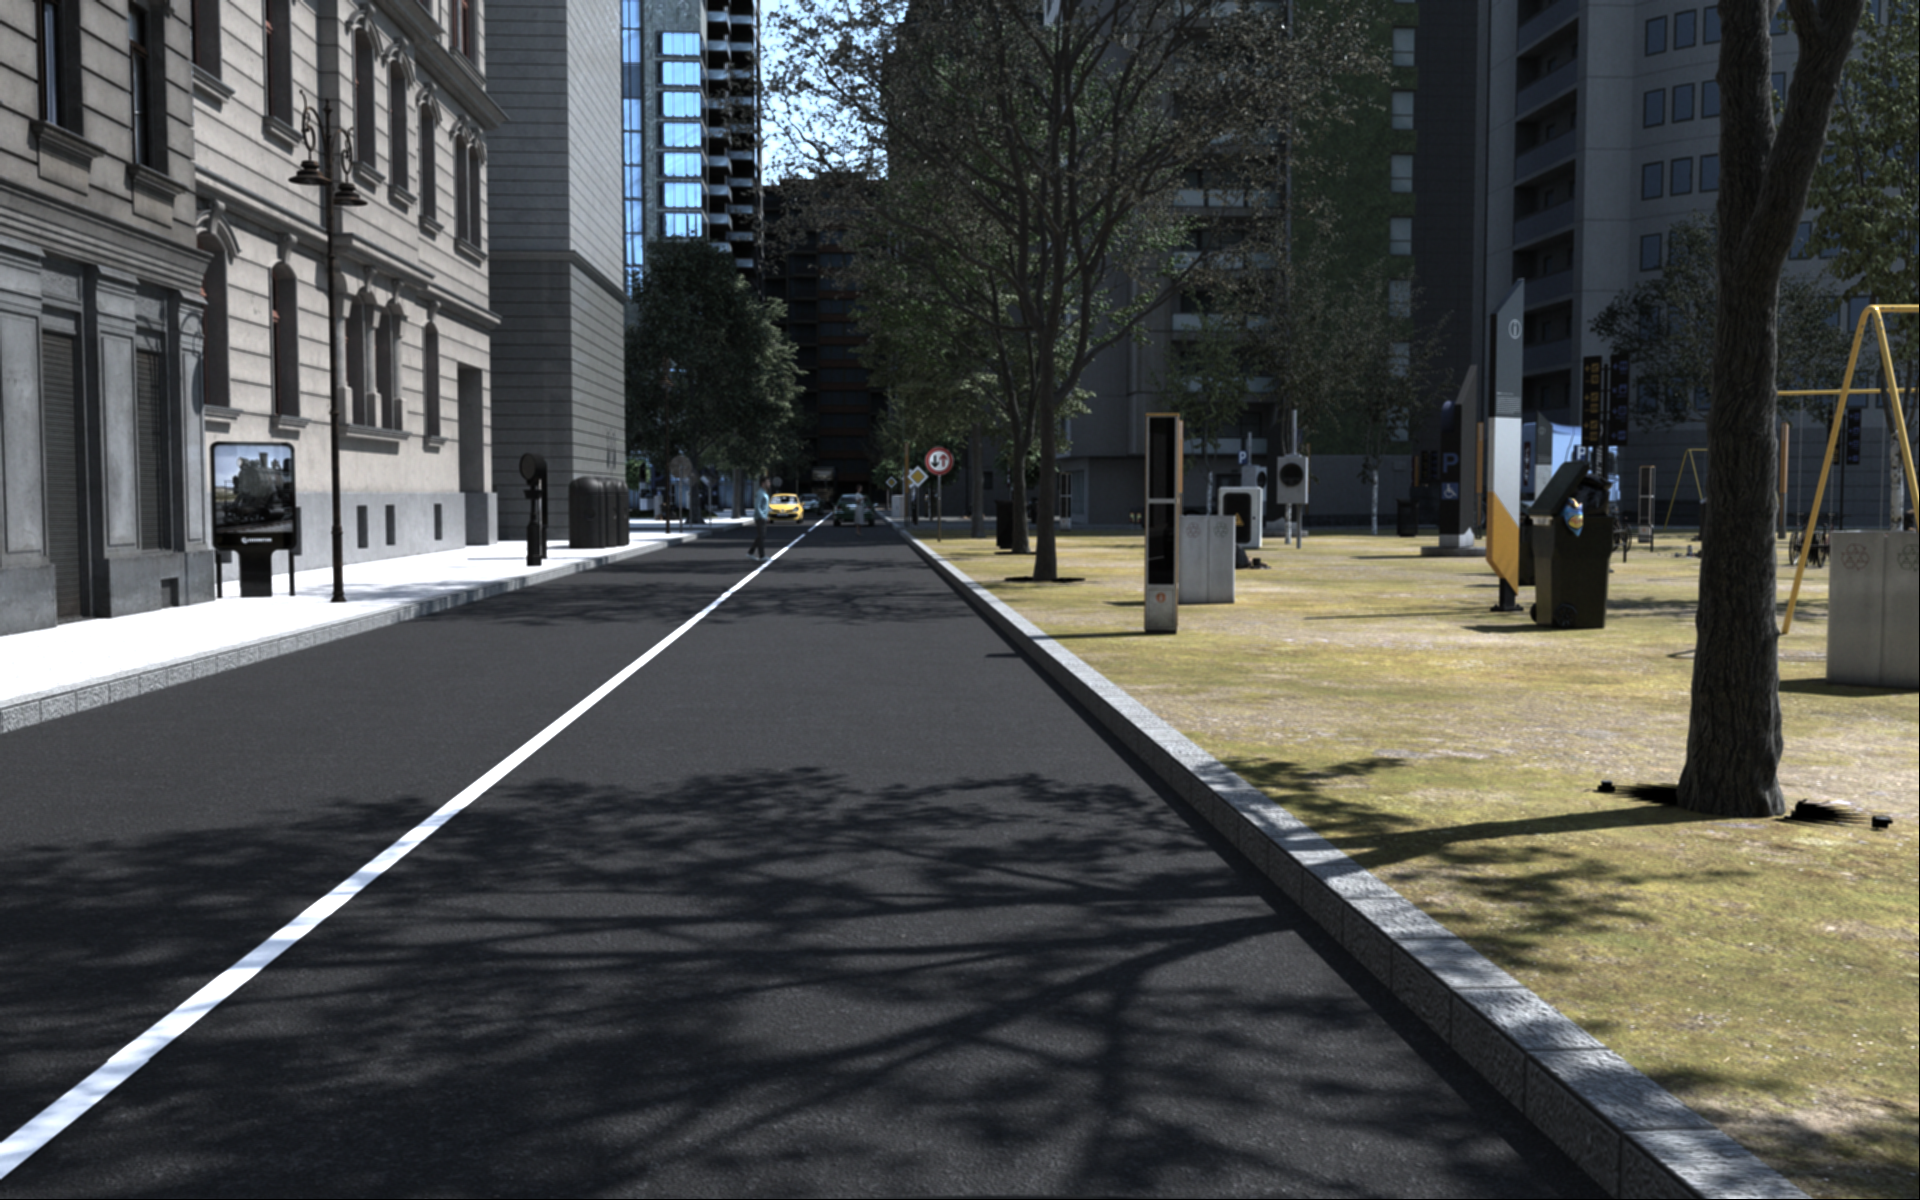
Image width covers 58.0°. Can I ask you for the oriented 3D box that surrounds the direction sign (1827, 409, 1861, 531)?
[{"bbox_3d":[23.577,-3.319,46.265,0.379,3.537,0.876,-3,4,-36],"label":"direction sign"}]

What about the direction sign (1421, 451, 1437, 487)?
[{"bbox_3d":[24.572,-6.041,90.763,0.876,3.537,0.379,-1,4,-11],"label":"direction sign"}]

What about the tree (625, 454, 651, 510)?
[{"bbox_3d":[-26.313,-9.570,140.181,4.285,4.588,4.351,0,3,0],"label":"tree"}]

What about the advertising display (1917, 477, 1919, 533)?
[{"bbox_3d":[26.974,-2.623,48.094,0.974,1.923,0.123,-1,4,-15],"label":"advertising display"}]

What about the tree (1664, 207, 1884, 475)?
[{"bbox_3d":[18.868,-5.595,41.841,4.360,8.622,3.978,0,3,0],"label":"tree"}]

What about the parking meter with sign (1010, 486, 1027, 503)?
[{"bbox_3d":[3.040,-5.939,93.355,0.543,3.016,1.738,3,5,42],"label":"parking meter with sign"}]

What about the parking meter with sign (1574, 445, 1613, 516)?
[{"bbox_3d":[22.263,-3.947,60.786,0.543,3.016,1.738,-1,4,-14],"label":"parking meter with sign"}]

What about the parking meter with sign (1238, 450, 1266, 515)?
[{"bbox_3d":[12.018,-4.496,69.767,1.738,3.016,0.543,-2,4,-34],"label":"parking meter with sign"}]

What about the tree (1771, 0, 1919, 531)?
[{"bbox_3d":[11.591,-4.320,20.997,4.737,8.622,4.395,0,3,0],"label":"tree"}]

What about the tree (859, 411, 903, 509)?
[{"bbox_3d":[-6.569,-12.333,152.008,4.360,8.622,3.978,0,3,0],"label":"tree"}]

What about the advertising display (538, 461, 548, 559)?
[{"bbox_3d":[-8.350,-1.801,34.664,0.123,1.923,0.974,-1,4,-17],"label":"advertising display"}]

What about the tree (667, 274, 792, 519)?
[{"bbox_3d":[-11.697,-10.490,89.633,7.486,12.596,7.792,0,3,0],"label":"tree"}]

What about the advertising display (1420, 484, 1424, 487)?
[{"bbox_3d":[30.921,-6.777,116.016,0.123,1.923,0.974,0,4,8],"label":"advertising display"}]

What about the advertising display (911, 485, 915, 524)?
[{"bbox_3d":[-1.930,-4.189,73.711,0.123,1.923,0.974,-1,4,-13],"label":"advertising display"}]

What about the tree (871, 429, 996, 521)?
[{"bbox_3d":[-1.328,-6.029,82.293,4.285,4.588,4.351,0,3,0],"label":"tree"}]

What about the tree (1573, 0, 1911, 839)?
[{"bbox_3d":[3.319,-4.950,6.684,9.928,11.665,9.643,0,3,0],"label":"tree"}]

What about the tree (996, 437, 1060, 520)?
[{"bbox_3d":[3.206,-6.279,86.367,4.285,4.588,4.351,0,3,0],"label":"tree"}]

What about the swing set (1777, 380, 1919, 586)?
[{"bbox_3d":[13.569,-1.732,25.940,3.119,2.851,2.862,2,4,25],"label":"swing set"}]

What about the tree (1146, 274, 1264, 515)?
[{"bbox_3d":[8.376,-6.607,58.389,4.737,8.622,4.395,0,3,0],"label":"tree"}]

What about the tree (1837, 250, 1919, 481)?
[{"bbox_3d":[24.452,-5.596,41.860,4.360,8.622,3.978,0,3,0],"label":"tree"}]

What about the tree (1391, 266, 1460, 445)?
[{"bbox_3d":[13.406,-6.398,54.963,4.360,8.622,3.978,0,3,0],"label":"tree"}]

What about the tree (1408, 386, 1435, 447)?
[{"bbox_3d":[20.764,-8.238,85.049,4.737,8.622,4.395,0,3,0],"label":"tree"}]

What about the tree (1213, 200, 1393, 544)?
[{"bbox_3d":[8.678,-5.744,44.271,4.360,8.622,3.978,0,3,0],"label":"tree"}]

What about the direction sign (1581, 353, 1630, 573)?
[{"bbox_3d":[10.530,-2.221,28.314,0.379,3.537,0.876,-2,4,-32],"label":"direction sign"}]

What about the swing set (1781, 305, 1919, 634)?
[{"bbox_3d":[9.063,-1.025,14.377,3.119,2.851,2.862,0,4,1],"label":"swing set"}]

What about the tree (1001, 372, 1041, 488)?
[{"bbox_3d":[4.640,-9.003,97.559,4.360,8.622,3.978,0,3,0],"label":"tree"}]

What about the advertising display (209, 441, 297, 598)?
[{"bbox_3d":[-8.765,-0.996,21.504,0.974,1.923,0.123,-2,4,-32],"label":"advertising display"}]

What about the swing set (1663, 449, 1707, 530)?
[{"bbox_3d":[26.421,-3.819,60.069,3.119,2.851,2.862,-1,4,-8],"label":"swing set"}]

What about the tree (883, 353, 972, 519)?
[{"bbox_3d":[-1.280,-8.423,88.080,4.737,8.622,4.395,0,3,0],"label":"tree"}]

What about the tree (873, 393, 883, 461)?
[{"bbox_3d":[-2.504,-8.928,96.341,4.737,8.622,4.395,0,3,0],"label":"tree"}]

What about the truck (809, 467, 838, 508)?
[{"bbox_3d":[-14.267,-11.823,182.226,2.839,4.237,11.283,0,4,-2],"label":"truck"}]

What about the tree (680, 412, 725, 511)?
[{"bbox_3d":[-17.131,-10.190,116.973,4.737,8.622,4.395,0,3,0],"label":"tree"}]

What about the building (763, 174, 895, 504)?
[{"bbox_3d":[-16.731,-35.677,237.947,28.867,44.769,22.147,0,4,-3],"label":"building"}]

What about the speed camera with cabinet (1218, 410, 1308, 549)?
[{"bbox_3d":[7.127,-2.838,40.744,2.038,3.252,0.660,1,4,16],"label":"speed camera with cabinet"}]

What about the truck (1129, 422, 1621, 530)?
[{"bbox_3d":[15.799,-4.577,64.588,18.799,4.110,2.967,0,4,-5],"label":"truck"}]

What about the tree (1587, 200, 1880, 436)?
[{"bbox_3d":[24.428,-7.333,54.308,8.767,10.594,7.601,0,3,0],"label":"tree"}]

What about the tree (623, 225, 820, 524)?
[{"bbox_3d":[-11.506,-9.602,74.005,9.611,12.733,9.660,0,3,0],"label":"tree"}]

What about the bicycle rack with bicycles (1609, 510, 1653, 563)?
[{"bbox_3d":[11.067,-1.142,32.060,2.852,0.926,2.925,2,4,31],"label":"bicycle rack with bicycles"}]

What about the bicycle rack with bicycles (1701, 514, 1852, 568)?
[{"bbox_3d":[14.955,-1.112,31.559,2.852,0.926,2.925,3,5,44],"label":"bicycle rack with bicycles"}]

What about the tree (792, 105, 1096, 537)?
[{"bbox_3d":[0.103,-8.149,51.358,7.486,12.596,7.792,0,3,0],"label":"tree"}]

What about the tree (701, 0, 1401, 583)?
[{"bbox_3d":[1.376,-7.027,25.257,12.009,13.543,11.850,0,3,0],"label":"tree"}]
